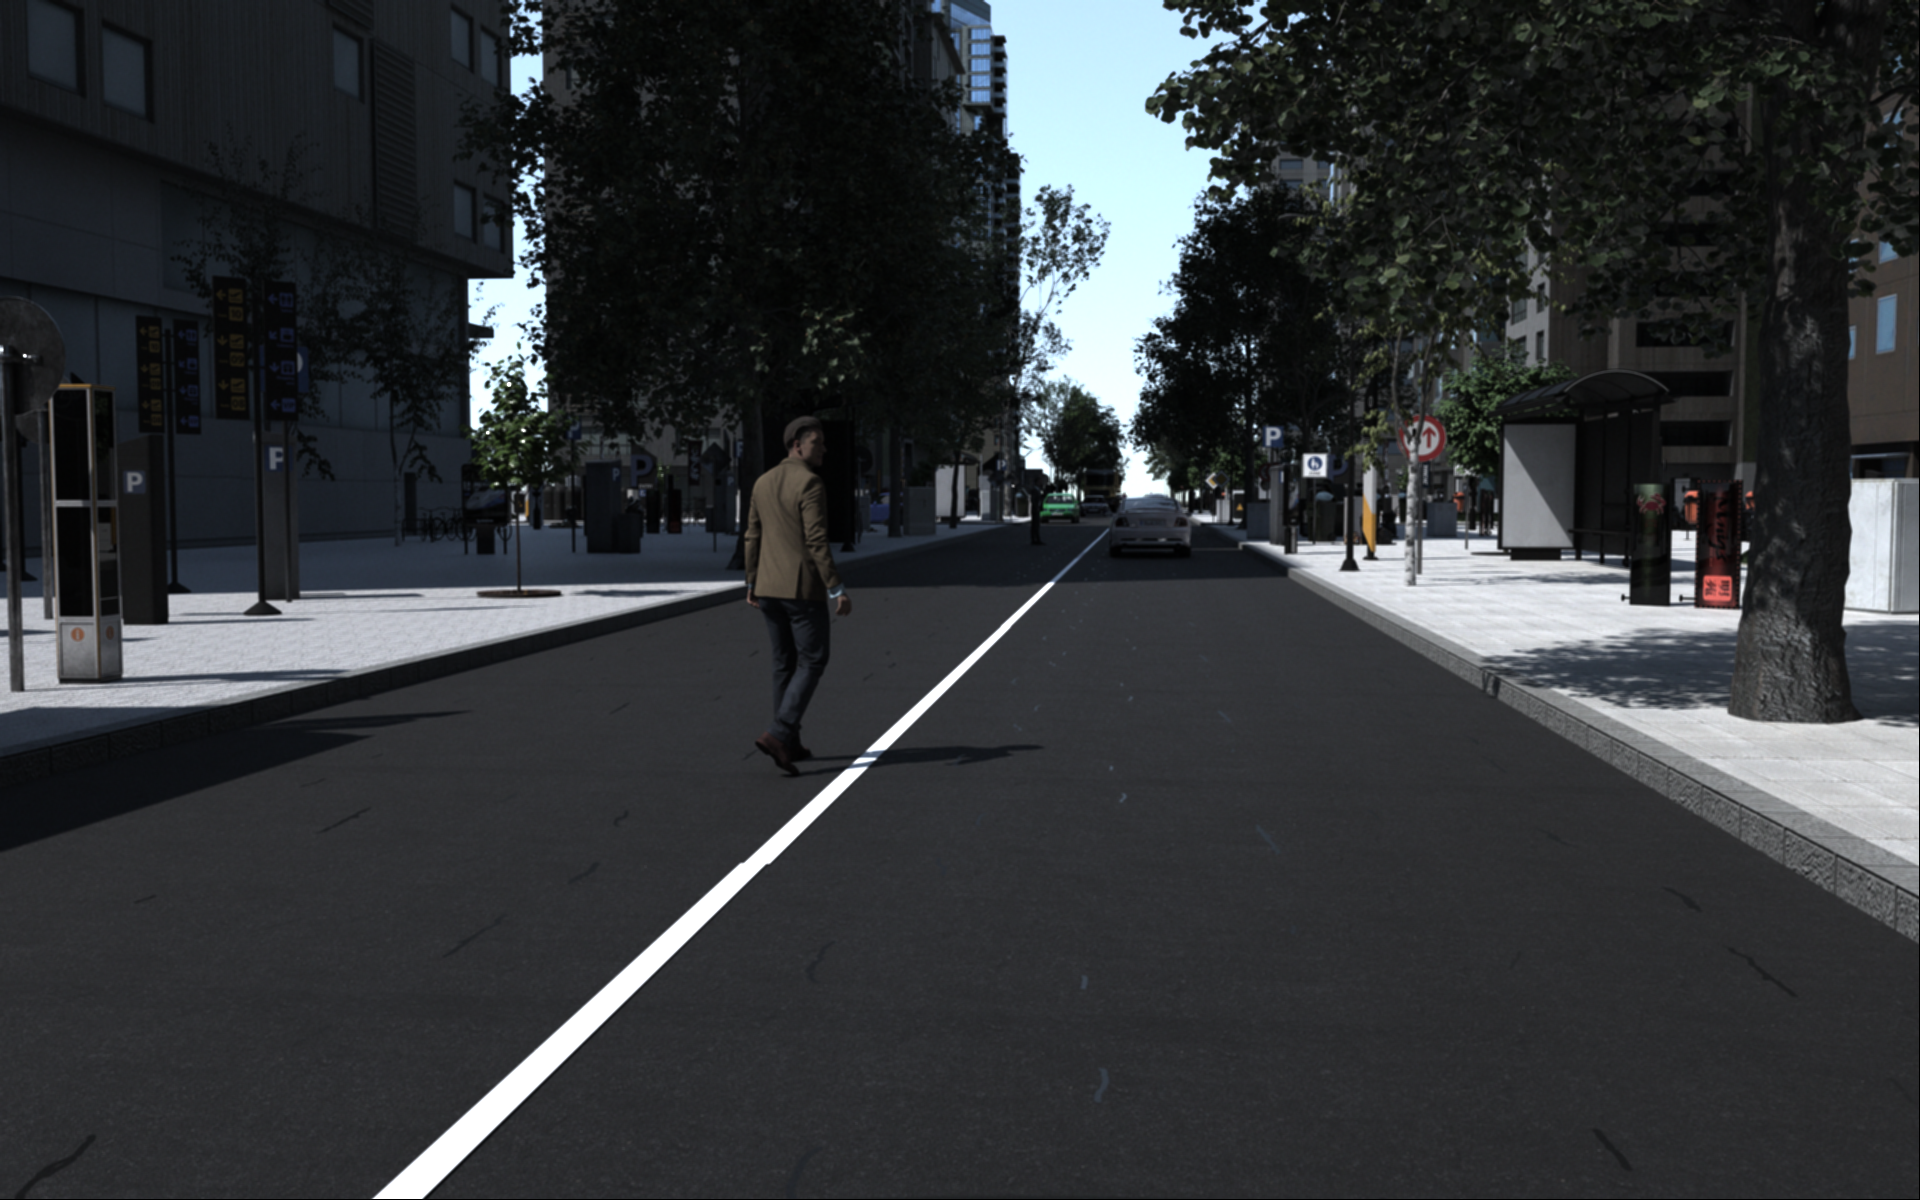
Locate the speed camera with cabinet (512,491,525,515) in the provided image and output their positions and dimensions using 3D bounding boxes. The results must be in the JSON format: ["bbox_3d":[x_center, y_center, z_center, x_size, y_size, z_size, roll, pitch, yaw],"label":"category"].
[{"bbox_3d":[-25.837,-6.702,103.919,2.038,3.252,0.660,0,4,-7],"label":"speed camera with cabinet"}]

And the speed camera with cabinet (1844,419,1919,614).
[{"bbox_3d":[9.962,-1.531,19.360,0.660,3.252,2.038,-1,4,-12],"label":"speed camera with cabinet"}]

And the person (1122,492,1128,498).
[{"bbox_3d":[23.156,-14.293,242.871,1.217,1.739,0.721,-3,5,-40],"label":"person"}]

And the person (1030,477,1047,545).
[{"bbox_3d":[2.232,-2.525,49.138,0.474,1.900,0.648,0,4,4],"label":"person"}]

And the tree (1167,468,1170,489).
[{"bbox_3d":[18.324,-9.408,137.537,4.285,4.588,4.351,0,3,0],"label":"tree"}]

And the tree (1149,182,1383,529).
[{"bbox_3d":[10.473,-8.922,62.890,9.611,12.733,9.660,0,3,0],"label":"tree"}]

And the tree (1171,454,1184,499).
[{"bbox_3d":[26.964,-15.774,208.260,4.360,8.622,3.978,0,3,0],"label":"tree"}]

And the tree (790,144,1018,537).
[{"bbox_3d":[-2.345,-8.151,51.402,7.486,12.596,7.792,0,3,0],"label":"tree"}]

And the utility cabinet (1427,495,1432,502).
[{"bbox_3d":[26.656,-5.324,98.203,0.306,1.237,1.020,1,4,19],"label":"utility cabinet"}]

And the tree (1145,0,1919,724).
[{"bbox_3d":[4.719,-6.300,9.665,9.857,13.997,8.962,0,3,0],"label":"tree"}]

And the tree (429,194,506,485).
[{"bbox_3d":[-13.543,-5.620,42.245,4.360,8.622,3.978,0,3,0],"label":"tree"}]

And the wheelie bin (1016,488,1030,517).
[{"bbox_3d":[3.450,-5.348,95.345,0.693,1.594,0.980,1,4,14],"label":"wheelie bin"}]

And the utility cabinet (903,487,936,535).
[{"bbox_3d":[-1.248,-2.751,53.658,0.318,1.500,1.173,3,5,44],"label":"utility cabinet"}]

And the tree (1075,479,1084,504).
[{"bbox_3d":[18.108,-15.835,242.623,4.285,4.588,4.351,0,3,0],"label":"tree"}]

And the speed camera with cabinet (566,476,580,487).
[{"bbox_3d":[-19.000,-5.739,88.175,2.038,3.252,0.660,-1,4,-16],"label":"speed camera with cabinet"}]

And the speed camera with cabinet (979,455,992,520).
[{"bbox_3d":[1.298,-5.638,86.510,0.660,3.252,2.038,0,4,-2],"label":"speed camera with cabinet"}]

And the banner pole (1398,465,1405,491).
[{"bbox_3d":[38.400,-9.817,150.529,0.401,3.779,0.863,-2,4,-32],"label":"banner pole"}]

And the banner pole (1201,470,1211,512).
[{"bbox_3d":[17.665,-8.238,124.700,0.863,3.779,0.401,0,4,2],"label":"banner pole"}]

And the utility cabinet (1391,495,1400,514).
[{"bbox_3d":[27.318,-5.896,107.561,1.020,1.237,0.306,0,4,7],"label":"utility cabinet"}]

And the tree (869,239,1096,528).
[{"bbox_3d":[-0.235,-7.927,64.012,8.767,10.594,7.601,-1,4,-8],"label":"tree"}]

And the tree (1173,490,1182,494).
[{"bbox_3d":[30.306,-15.202,243.159,1.663,3.219,1.824,0,3,0],"label":"tree"}]

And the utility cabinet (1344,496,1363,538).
[{"bbox_3d":[10.354,-2.083,45.226,0.306,1.237,1.020,3,4,36],"label":"utility cabinet"}]

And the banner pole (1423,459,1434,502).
[{"bbox_3d":[24.129,-6.066,89.199,0.863,3.779,0.401,2,4,29],"label":"banner pole"}]

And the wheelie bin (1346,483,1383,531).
[{"bbox_3d":[11.169,-2.429,47.617,0.693,1.594,0.980,-3,4,-36],"label":"wheelie bin"}]

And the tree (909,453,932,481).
[{"bbox_3d":[-2.291,-9.401,137.413,4.285,4.588,4.351,0,3,0],"label":"tree"}]

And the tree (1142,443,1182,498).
[{"bbox_3d":[28.908,-19.545,237.695,7.486,12.596,7.792,0,3,0],"label":"tree"}]

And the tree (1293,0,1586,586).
[{"bbox_3d":[6.479,-4.510,24.093,4.737,8.622,4.395,0,3,0],"label":"tree"}]

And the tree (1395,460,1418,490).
[{"bbox_3d":[25.054,-6.252,96.820,1.663,3.219,1.824,0,3,0],"label":"tree"}]

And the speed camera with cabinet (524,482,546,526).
[{"bbox_3d":[-17.194,-4.638,70.164,0.660,3.252,2.038,-1,4,-14],"label":"speed camera with cabinet"}]

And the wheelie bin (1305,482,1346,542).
[{"bbox_3d":[9.697,-2.359,46.476,0.693,1.594,0.980,-2,4,-25],"label":"wheelie bin"}]

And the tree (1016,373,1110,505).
[{"bbox_3d":[8.624,-13.709,149.899,9.928,11.665,9.643,0,3,0],"label":"tree"}]

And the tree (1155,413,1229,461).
[{"bbox_3d":[22.853,-15.872,169.883,12.009,13.543,11.850,0,3,0],"label":"tree"}]

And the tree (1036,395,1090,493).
[{"bbox_3d":[7.344,-10.906,128.678,4.360,8.622,3.978,0,3,0],"label":"tree"}]

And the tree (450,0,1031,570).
[{"bbox_3d":[-3.600,-6.875,29.408,9.611,12.733,9.660,0,3,0],"label":"tree"}]

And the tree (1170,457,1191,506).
[{"bbox_3d":[18.473,-8.925,129.635,4.285,4.588,4.351,0,3,0],"label":"tree"}]

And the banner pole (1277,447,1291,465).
[{"bbox_3d":[15.357,-5.662,82.584,0.863,3.779,0.401,2,4,23],"label":"banner pole"}]

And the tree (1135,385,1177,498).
[{"bbox_3d":[31.190,-24.318,253.481,12.611,20.169,13.585,0,3,0],"label":"tree"}]

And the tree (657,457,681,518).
[{"bbox_3d":[-15.896,-5.938,91.690,1.663,3.219,1.824,0,3,0],"label":"tree"}]

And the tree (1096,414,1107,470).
[{"bbox_3d":[12.736,-15.458,187.155,8.767,10.594,7.601,-1,4,-15],"label":"tree"}]

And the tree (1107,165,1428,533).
[{"bbox_3d":[9.813,-7.031,49.375,7.601,10.594,8.767,3,4,36],"label":"tree"}]

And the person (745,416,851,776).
[{"bbox_3d":[-0.855,-0.039,9.043,0.656,1.842,0.836,1,4,13],"label":"person"}]

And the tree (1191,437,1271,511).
[{"bbox_3d":[13.776,-6.228,85.540,4.285,4.588,4.351,0,3,0],"label":"tree"}]

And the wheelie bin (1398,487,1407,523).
[{"bbox_3d":[19.843,-4.228,77.031,0.693,1.594,0.980,2,4,23],"label":"wheelie bin"}]

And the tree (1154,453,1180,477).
[{"bbox_3d":[35.682,-22.165,288.149,9.928,11.665,9.643,0,3,0],"label":"tree"}]

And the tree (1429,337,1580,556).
[{"bbox_3d":[11.499,-3.229,36.510,4.285,4.588,4.351,0,3,0],"label":"tree"}]

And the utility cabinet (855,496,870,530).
[{"bbox_3d":[-3.719,-3.096,61.786,1.020,1.237,0.306,0,4,5],"label":"utility cabinet"}]

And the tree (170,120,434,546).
[{"bbox_3d":[-13.731,-5.181,35.068,4.360,8.622,3.978,0,3,0],"label":"tree"}]

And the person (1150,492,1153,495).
[{"bbox_3d":[30.492,-16.424,276.903,0.709,1.838,0.599,-2,4,-33],"label":"person"}]

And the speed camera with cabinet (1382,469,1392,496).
[{"bbox_3d":[33.733,-8.877,139.477,2.038,3.252,0.660,2,4,30],"label":"speed camera with cabinet"}]

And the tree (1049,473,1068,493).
[{"bbox_3d":[7.839,-8.959,141.074,1.663,3.219,1.824,0,3,0],"label":"tree"}]

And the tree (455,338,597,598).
[{"bbox_3d":[-5.521,-1.650,21.587,1.663,3.219,1.824,0,3,0],"label":"tree"}]

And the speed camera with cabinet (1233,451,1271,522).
[{"bbox_3d":[13.647,-5.270,80.503,2.038,3.252,0.660,2,4,30],"label":"speed camera with cabinet"}]

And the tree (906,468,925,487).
[{"bbox_3d":[-3.366,-8.174,128.248,1.663,3.219,1.824,0,3,0],"label":"tree"}]

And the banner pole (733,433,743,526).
[{"bbox_3d":[-8.841,-4.856,69.407,0.863,3.779,0.401,2,4,32],"label":"banner pole"}]

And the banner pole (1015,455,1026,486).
[{"bbox_3d":[3.869,-7.349,110.180,0.863,3.779,0.401,-3,4,-38],"label":"banner pole"}]

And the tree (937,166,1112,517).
[{"bbox_3d":[1.395,-14.832,98.386,12.611,20.169,13.585,0,3,0],"label":"tree"}]
